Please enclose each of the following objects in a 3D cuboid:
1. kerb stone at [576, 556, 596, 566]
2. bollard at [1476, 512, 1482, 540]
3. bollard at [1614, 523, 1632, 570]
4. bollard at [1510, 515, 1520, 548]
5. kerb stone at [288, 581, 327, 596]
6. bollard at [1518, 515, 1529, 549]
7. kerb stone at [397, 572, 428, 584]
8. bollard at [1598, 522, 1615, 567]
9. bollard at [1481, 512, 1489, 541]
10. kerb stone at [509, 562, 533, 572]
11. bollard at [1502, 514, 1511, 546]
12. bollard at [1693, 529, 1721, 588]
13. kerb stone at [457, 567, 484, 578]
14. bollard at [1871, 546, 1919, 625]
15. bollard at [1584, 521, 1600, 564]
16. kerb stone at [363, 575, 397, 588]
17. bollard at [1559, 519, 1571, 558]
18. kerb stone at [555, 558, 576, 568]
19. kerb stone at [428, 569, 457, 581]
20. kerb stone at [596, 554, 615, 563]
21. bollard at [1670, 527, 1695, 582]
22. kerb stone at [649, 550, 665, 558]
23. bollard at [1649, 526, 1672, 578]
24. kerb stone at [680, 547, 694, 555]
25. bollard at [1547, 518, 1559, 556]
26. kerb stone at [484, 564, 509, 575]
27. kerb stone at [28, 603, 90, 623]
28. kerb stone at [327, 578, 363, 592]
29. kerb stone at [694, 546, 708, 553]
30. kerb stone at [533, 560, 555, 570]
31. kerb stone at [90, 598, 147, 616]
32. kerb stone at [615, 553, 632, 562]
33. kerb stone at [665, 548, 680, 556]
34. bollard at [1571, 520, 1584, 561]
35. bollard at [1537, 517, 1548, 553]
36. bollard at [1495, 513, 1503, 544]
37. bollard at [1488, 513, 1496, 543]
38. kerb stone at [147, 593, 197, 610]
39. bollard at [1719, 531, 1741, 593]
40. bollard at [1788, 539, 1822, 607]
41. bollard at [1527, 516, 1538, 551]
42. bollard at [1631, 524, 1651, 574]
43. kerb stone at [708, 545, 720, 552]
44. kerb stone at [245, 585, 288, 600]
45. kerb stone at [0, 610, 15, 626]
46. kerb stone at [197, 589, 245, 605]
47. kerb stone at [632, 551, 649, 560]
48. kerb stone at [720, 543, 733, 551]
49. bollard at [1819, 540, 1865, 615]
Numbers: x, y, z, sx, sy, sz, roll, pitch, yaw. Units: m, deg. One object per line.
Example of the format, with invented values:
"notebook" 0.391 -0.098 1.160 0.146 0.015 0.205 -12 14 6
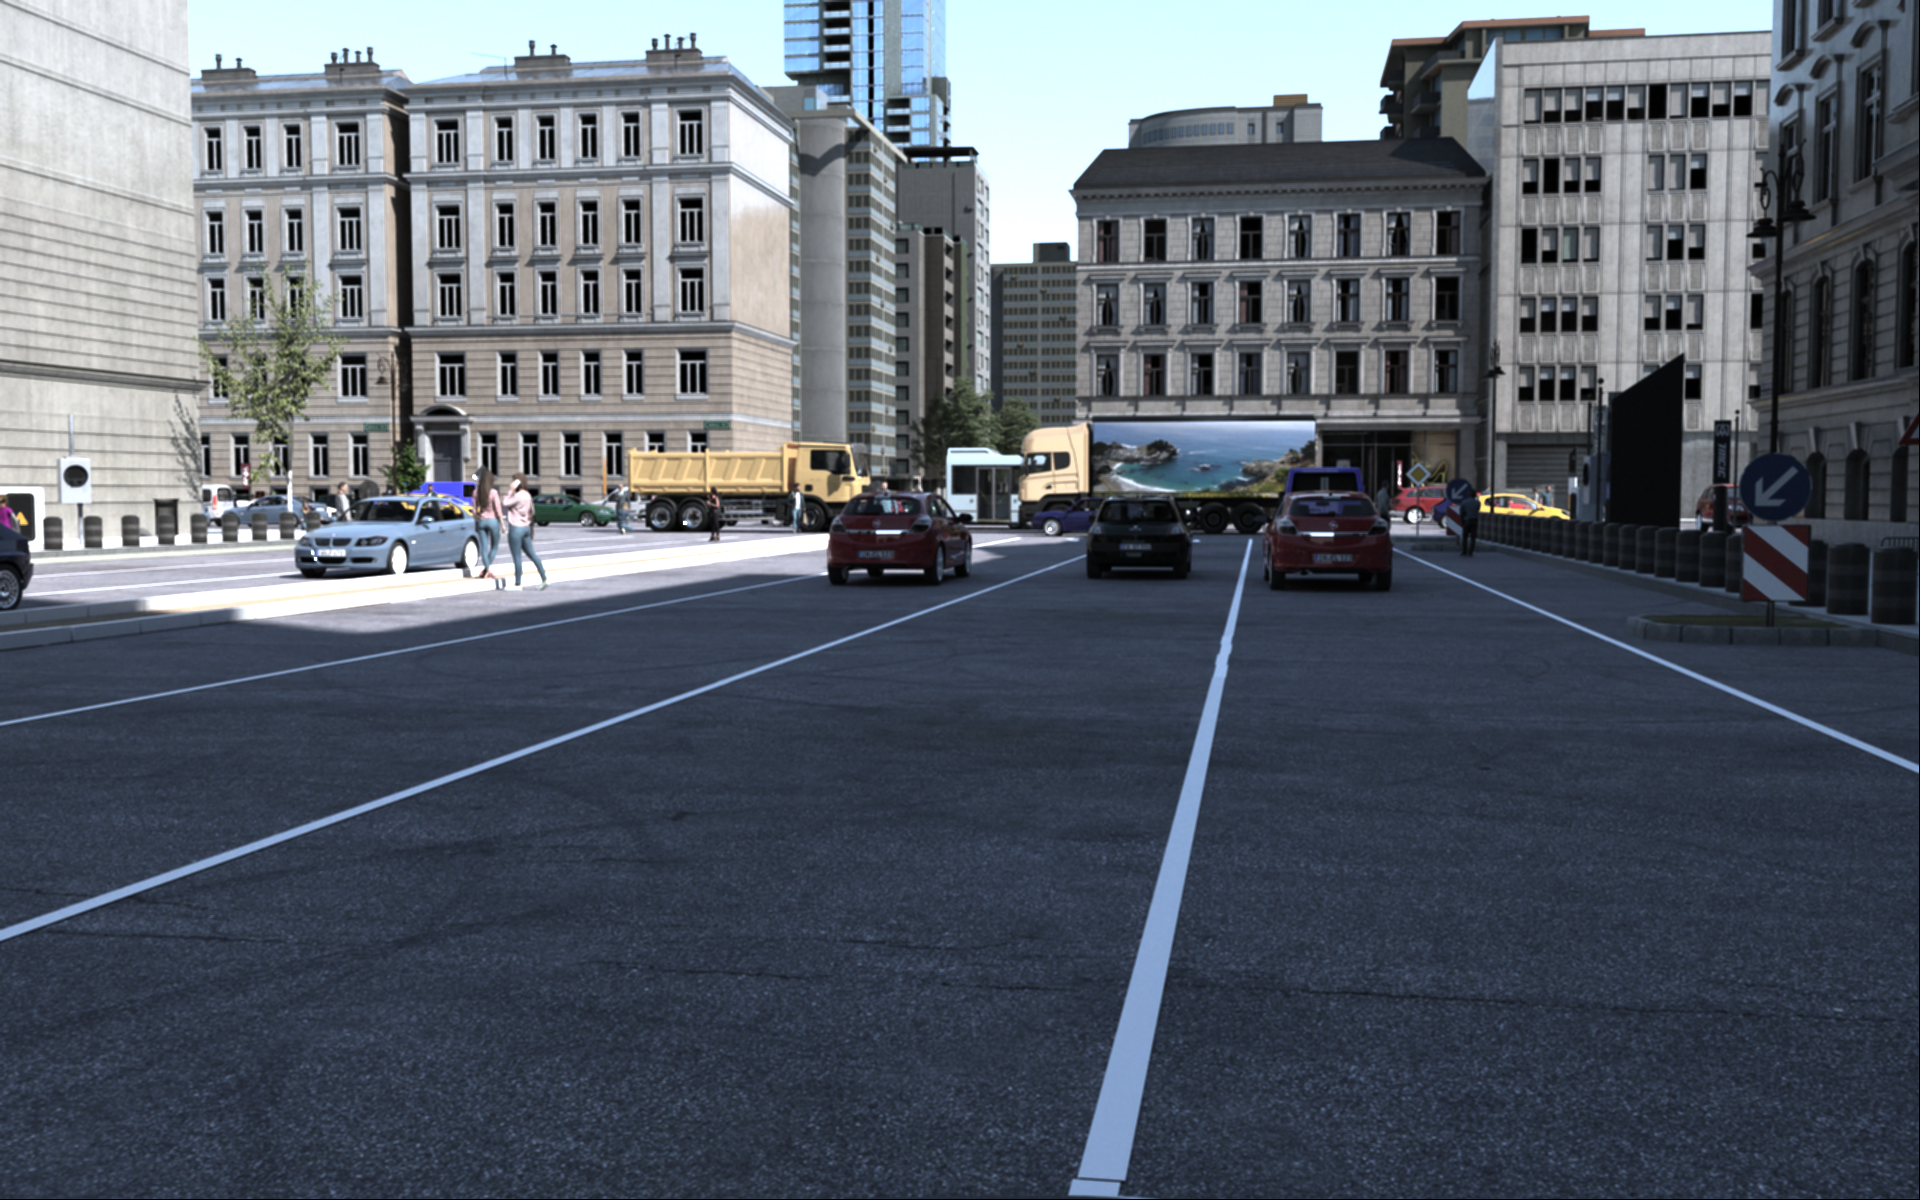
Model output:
"kerb stone" -7.626 -0.774 34.858 0.120 0.150 1.000 1 4 10
"bollard" 14.699 -2.060 48.399 0.404 0.777 0.398 0 3 0
"bollard" 11.383 -0.896 29.360 0.404 0.777 0.398 0 3 0
"bollard" 13.513 -1.643 41.576 0.404 0.777 0.398 0 3 0
"kerb stone" -9.400 -0.154 24.720 0.120 0.150 1.000 1 4 10
"bollard" 13.273 -1.560 40.222 0.404 0.777 0.398 0 3 0
"kerb stone" -8.867 -0.341 27.773 0.120 0.150 1.000 1 4 10
"bollard" 11.624 -0.979 30.716 0.404 0.777 0.398 0 3 0
"bollard" 14.466 -1.977 47.041 0.404 0.777 0.398 0 3 0
"kerb stone" -8.163 -0.589 31.821 0.120 0.150 1.000 1 4 10
"bollard" 13.749 -1.726 42.938 0.404 0.777 0.398 0 3 0
"bollard" 10.441 -0.564 23.935 0.404 0.777 0.398 0 3 0
"kerb stone" -8.515 -0.463 29.797 0.120 0.150 1.000 1 4 10
"bollard" 9.255 -0.149 17.150 0.404 0.777 0.398 0 3 0
"bollard" 11.855 -1.061 32.070 0.404 0.777 0.398 0 3 0
"kerb stone" -9.037 -0.279 26.755 0.120 0.150 1.000 1 4 10
"bollard" 12.329 -1.228 34.788 0.404 0.777 0.398 0 3 0
"kerb stone" -7.802 -0.713 33.846 0.120 0.150 1.000 1 4 10
"kerb stone" -8.691 -0.403 28.785 0.120 0.150 1.000 1 4 10
"kerb stone" -7.447 -0.834 35.875 0.120 0.150 1.000 1 4 10
"bollard" 10.676 -0.647 25.300 0.404 0.777 0.398 0 3 0
"kerb stone" -6.920 -1.022 38.912 0.120 0.150 1.000 1 4 10
"bollard" 10.911 -0.730 26.654 0.404 0.777 0.398 0 3 0
"kerb stone" -6.565 -1.145 40.940 0.120 0.150 1.000 1 4 10
"bollard" 12.567 -1.312 36.161 0.404 0.777 0.398 0 3 0
"kerb stone" -8.337 -0.527 30.809 0.120 0.150 1.000 1 4 10
"kerb stone" -10.280 0.157 19.633 0.120 0.150 1.000 1 4 10
"kerb stone" -9.214 -0.214 25.730 0.120 0.150 1.000 1 4 10
"kerb stone" -6.392 -1.206 41.953 0.120 0.150 1.000 1 4 10
"kerb stone" -7.980 -0.645 32.832 0.120 0.150 1.000 1 4 10
"kerb stone" -10.102 0.095 20.649 0.120 0.150 1.000 1 4 10
"kerb stone" -7.269 -0.899 36.887 0.120 0.150 1.000 1 4 10
"kerb stone" -6.741 -1.084 39.928 0.120 0.150 1.000 1 4 10
"bollard" 12.091 -1.144 33.423 0.404 0.777 0.398 0 3 0
"bollard" 12.802 -1.394 37.514 0.404 0.777 0.398 0 3 0
"bollard" 13.986 -1.810 44.311 0.404 0.777 0.398 0 3 0
"bollard" 14.226 -1.894 45.680 0.404 0.777 0.398 0 3 0
"kerb stone" -9.929 0.033 21.662 0.120 0.150 1.000 1 4 10
"bollard" 10.205 -0.481 22.582 0.404 0.777 0.398 0 3 0
"bollard" 9.728 -0.315 19.862 0.404 0.777 0.398 0 3 0
"bollard" 13.037 -1.477 38.869 0.404 0.777 0.398 0 3 0
"bollard" 11.147 -0.813 28.007 0.404 0.777 0.398 0 3 0
"kerb stone" -6.219 -1.271 42.969 0.120 0.150 1.000 1 4 10
"kerb stone" -9.561 -0.090 23.699 0.120 0.150 1.000 1 4 10
"kerb stone" -10.453 0.219 18.616 0.120 0.150 1.000 1 4 10
"kerb stone" -9.750 -0.030 22.687 0.120 0.150 1.000 1 4 10
"kerb stone" -7.098 -0.958 37.900 0.120 0.150 1.000 1 4 10
"kerb stone" -6.042 -1.333 43.990 0.120 0.150 1.000 1 4 10
"bollard" 9.491 -0.232 18.504 0.404 0.777 0.398 0 3 0
